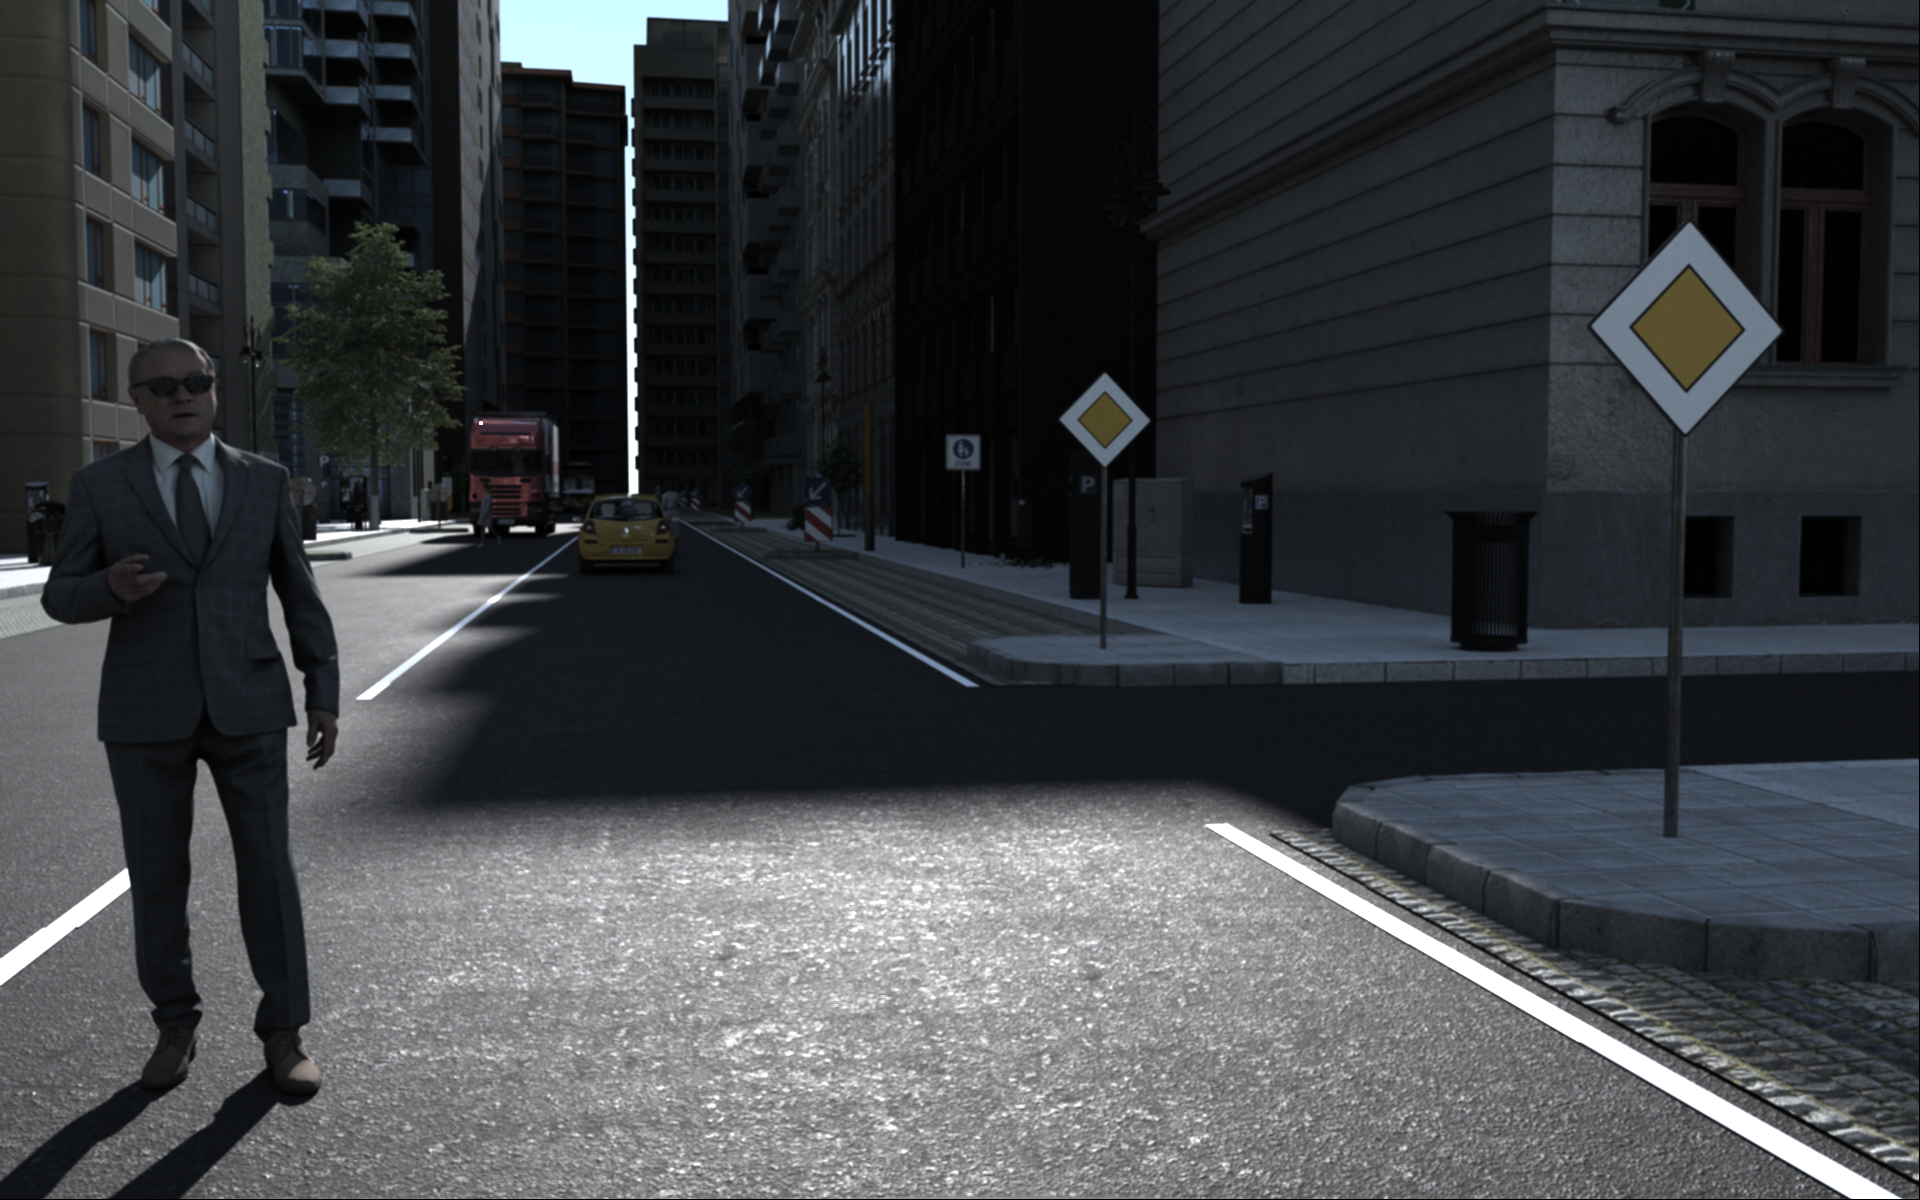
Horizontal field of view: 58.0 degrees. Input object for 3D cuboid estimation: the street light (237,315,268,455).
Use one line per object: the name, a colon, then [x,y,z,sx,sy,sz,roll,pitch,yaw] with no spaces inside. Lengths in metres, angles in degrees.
street light: [-18.274,-4.409,44.869,0.468,5.910,1.993,-1,4,-11]

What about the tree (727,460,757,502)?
tree: [-12.562,-6.399,99.231,1.663,3.219,1.824,0,3,0]

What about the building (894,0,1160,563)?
building: [5.719,-12.879,40.250,12.332,23.373,15.834,-1,4,-11]

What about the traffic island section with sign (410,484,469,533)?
traffic island section with sign: [-19.415,-3.426,64.648,1.989,1.847,2.006,-1,4,-11]

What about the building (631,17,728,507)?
building: [-23.435,-34.163,182.259,21.600,48.544,21.300,-1,4,-11]

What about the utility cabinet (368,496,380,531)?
utility cabinet: [-20.635,-3.045,60.952,0.306,1.237,1.020,-1,4,-23]

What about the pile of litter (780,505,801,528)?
pile of litter: [-6.191,-3.220,66.611,1.719,0.858,1.176,1,4,22]

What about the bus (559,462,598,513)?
bus: [-29.621,-8.768,134.898,2.896,3.916,12.252,-1,4,-11]

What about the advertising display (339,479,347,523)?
advertising display: [-27.034,-4.379,76.810,0.123,1.923,0.974,3,5,40]

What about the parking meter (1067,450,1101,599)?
parking meter: [1.520,-0.945,21.170,0.399,1.863,0.255,-1,4,-9]

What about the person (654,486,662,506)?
person: [-12.125,-3.736,69.987,0.834,1.777,0.661,-2,4,-31]

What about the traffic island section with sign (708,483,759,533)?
traffic island section with sign: [-8.330,-3.451,65.054,1.989,1.847,2.006,-1,4,-11]

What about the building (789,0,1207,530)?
building: [0.245,-17.770,77.929,14.401,28.519,23.554,-1,4,-11]

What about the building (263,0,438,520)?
building: [-41.249,-47.975,97.070,22.319,86.520,31.000,-1,4,-11]

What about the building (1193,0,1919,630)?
building: [15.266,-14.450,23.649,23.554,28.519,14.401,-1,4,-11]

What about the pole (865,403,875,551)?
pole: [-2.038,-2.764,39.029,0.158,3.312,0.155,0,3,0]

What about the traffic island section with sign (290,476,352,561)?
traffic island section with sign: [-14.335,-1.773,37.621,1.989,1.847,2.006,-1,4,-11]

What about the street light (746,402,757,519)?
street light: [-10.480,-7.005,87.318,0.468,5.910,1.993,-1,4,-11]

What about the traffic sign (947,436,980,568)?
traffic sign: [0.051,-1.705,30.005,0.606,2.300,0.079,-1,4,-9]

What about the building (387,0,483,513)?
building: [-41.392,-28.816,121.252,14.600,45.320,14.200,-1,4,-11]

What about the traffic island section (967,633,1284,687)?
traffic island section: [1.205,0.485,14.354,2.009,0.180,2.903,-1,4,-11]

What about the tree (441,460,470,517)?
tree: [-28.738,-6.374,98.810,1.663,3.219,1.824,0,3,0]

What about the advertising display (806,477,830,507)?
advertising display: [-5.321,-3.656,64.985,0.974,1.923,0.123,1,4,23]

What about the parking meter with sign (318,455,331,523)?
parking meter with sign: [-28.217,-4.929,76.854,0.543,3.016,1.738,-1,4,-18]

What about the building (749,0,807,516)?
building: [-0.757,-29.844,107.557,23.786,49.044,30.456,-1,4,-11]

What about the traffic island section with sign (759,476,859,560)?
traffic island section with sign: [-3.346,-1.829,38.530,1.989,1.847,2.006,-1,4,-11]

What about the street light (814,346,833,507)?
street light: [-4.275,-4.973,54.104,0.468,5.910,1.993,-1,4,-11]

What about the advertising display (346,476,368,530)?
advertising display: [-21.418,-3.452,61.647,0.974,1.923,0.123,3,5,39]

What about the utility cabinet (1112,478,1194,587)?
utility cabinet: [2.667,-0.940,24.049,1.173,1.500,0.318,3,5,43]

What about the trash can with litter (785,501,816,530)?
trash can with litter: [-5.648,-3.052,61.285,1.055,1.170,0.624,-1,4,-15]

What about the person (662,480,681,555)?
person: [-6.796,-1.935,40.702,0.480,1.755,0.524,-2,4,-26]

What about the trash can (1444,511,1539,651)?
trash can: [4.375,-0.162,14.301,0.748,1.137,0.748,0,3,0]

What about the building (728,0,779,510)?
building: [-3.961,-33.458,136.270,28.713,52.752,27.495,-1,4,-11]

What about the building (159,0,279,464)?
building: [-32.148,-22.917,58.291,14.154,41.232,14.086,-1,4,-11]

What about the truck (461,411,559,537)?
truck: [-15.641,-4.413,61.062,2.839,4.237,11.283,-1,4,-10]

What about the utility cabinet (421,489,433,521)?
utility cabinet: [-25.582,-4.556,83.177,0.318,1.500,1.173,0,4,-5]

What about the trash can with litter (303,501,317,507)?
trash can with litter: [-24.503,-3.278,64.984,0.624,1.170,1.055,-1,4,-16]

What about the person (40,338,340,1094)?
person: [-1.817,0.277,4.148,0.661,1.801,0.590,-2,4,-29]

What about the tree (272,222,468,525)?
tree: [-24.479,-9.422,72.182,7.486,12.596,7.792,0,3,0]

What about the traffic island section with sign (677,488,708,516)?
traffic island section with sign: [-17.716,-6.504,114.973,1.989,1.847,2.006,-1,4,-11]

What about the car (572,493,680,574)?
car: [-6.272,-1.366,32.553,2.015,1.641,3.980,-1,4,-11]

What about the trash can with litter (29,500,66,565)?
trash can with litter: [-16.497,-1.221,31.345,0.624,1.170,1.055,-2,4,-28]

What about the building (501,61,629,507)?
building: [-48.603,-32.010,177.991,28.867,44.769,22.147,-1,4,-11]

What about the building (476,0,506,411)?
building: [-51.860,-33.824,142.256,27.495,52.752,28.713,-1,4,-11]

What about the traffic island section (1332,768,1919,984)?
traffic island section: [2.680,0.965,6.506,2.009,0.180,2.903,-1,4,-11]

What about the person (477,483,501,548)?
person: [-12.720,-2.288,46.653,0.466,1.731,0.760,2,4,25]

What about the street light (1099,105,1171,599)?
street light: [2.109,-2.956,21.123,0.468,5.910,1.993,-1,4,-11]

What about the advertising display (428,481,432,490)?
advertising display: [-25.905,-4.862,84.711,0.123,1.923,0.974,-1,4,-13]

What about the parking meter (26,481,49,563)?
parking meter: [-17.251,-1.467,32.404,0.372,1.533,0.369,0,3,0]

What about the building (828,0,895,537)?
building: [1.579,-12.717,57.073,9.793,20.994,18.267,-1,4,-11]

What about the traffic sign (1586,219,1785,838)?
traffic sign: [2.659,-0.170,6.424,0.795,2.450,0.064,-1,4,-11]

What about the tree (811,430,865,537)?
tree: [-3.516,-3.517,52.099,1.663,3.219,1.824,0,3,0]

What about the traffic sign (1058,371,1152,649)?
traffic sign: [1.183,-0.650,14.272,0.795,2.450,0.064,-1,4,-11]

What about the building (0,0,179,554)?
building: [-31.503,-11.227,28.600,27.650,21.520,28.899,-1,4,-11]

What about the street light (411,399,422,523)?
street light: [-24.369,-6.429,77.908,0.468,5.910,1.993,-1,4,-11]

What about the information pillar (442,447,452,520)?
information pillar: [-25.386,-5.769,85.679,0.504,3.616,0.183,-3,5,-40]

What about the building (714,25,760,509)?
building: [-14.974,-28.904,156.175,14.154,41.232,14.086,-1,4,-11]

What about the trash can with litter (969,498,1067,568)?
trash can with litter: [1.112,-1.208,30.812,1.678,1.210,2.233,-1,4,-8]

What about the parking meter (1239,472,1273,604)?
parking meter: [3.475,-0.729,20.332,0.372,1.533,0.369,0,3,0]

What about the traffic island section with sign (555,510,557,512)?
traffic island section with sign: [-33.565,-8.027,139.870,1.989,1.847,2.006,-1,4,-11]
